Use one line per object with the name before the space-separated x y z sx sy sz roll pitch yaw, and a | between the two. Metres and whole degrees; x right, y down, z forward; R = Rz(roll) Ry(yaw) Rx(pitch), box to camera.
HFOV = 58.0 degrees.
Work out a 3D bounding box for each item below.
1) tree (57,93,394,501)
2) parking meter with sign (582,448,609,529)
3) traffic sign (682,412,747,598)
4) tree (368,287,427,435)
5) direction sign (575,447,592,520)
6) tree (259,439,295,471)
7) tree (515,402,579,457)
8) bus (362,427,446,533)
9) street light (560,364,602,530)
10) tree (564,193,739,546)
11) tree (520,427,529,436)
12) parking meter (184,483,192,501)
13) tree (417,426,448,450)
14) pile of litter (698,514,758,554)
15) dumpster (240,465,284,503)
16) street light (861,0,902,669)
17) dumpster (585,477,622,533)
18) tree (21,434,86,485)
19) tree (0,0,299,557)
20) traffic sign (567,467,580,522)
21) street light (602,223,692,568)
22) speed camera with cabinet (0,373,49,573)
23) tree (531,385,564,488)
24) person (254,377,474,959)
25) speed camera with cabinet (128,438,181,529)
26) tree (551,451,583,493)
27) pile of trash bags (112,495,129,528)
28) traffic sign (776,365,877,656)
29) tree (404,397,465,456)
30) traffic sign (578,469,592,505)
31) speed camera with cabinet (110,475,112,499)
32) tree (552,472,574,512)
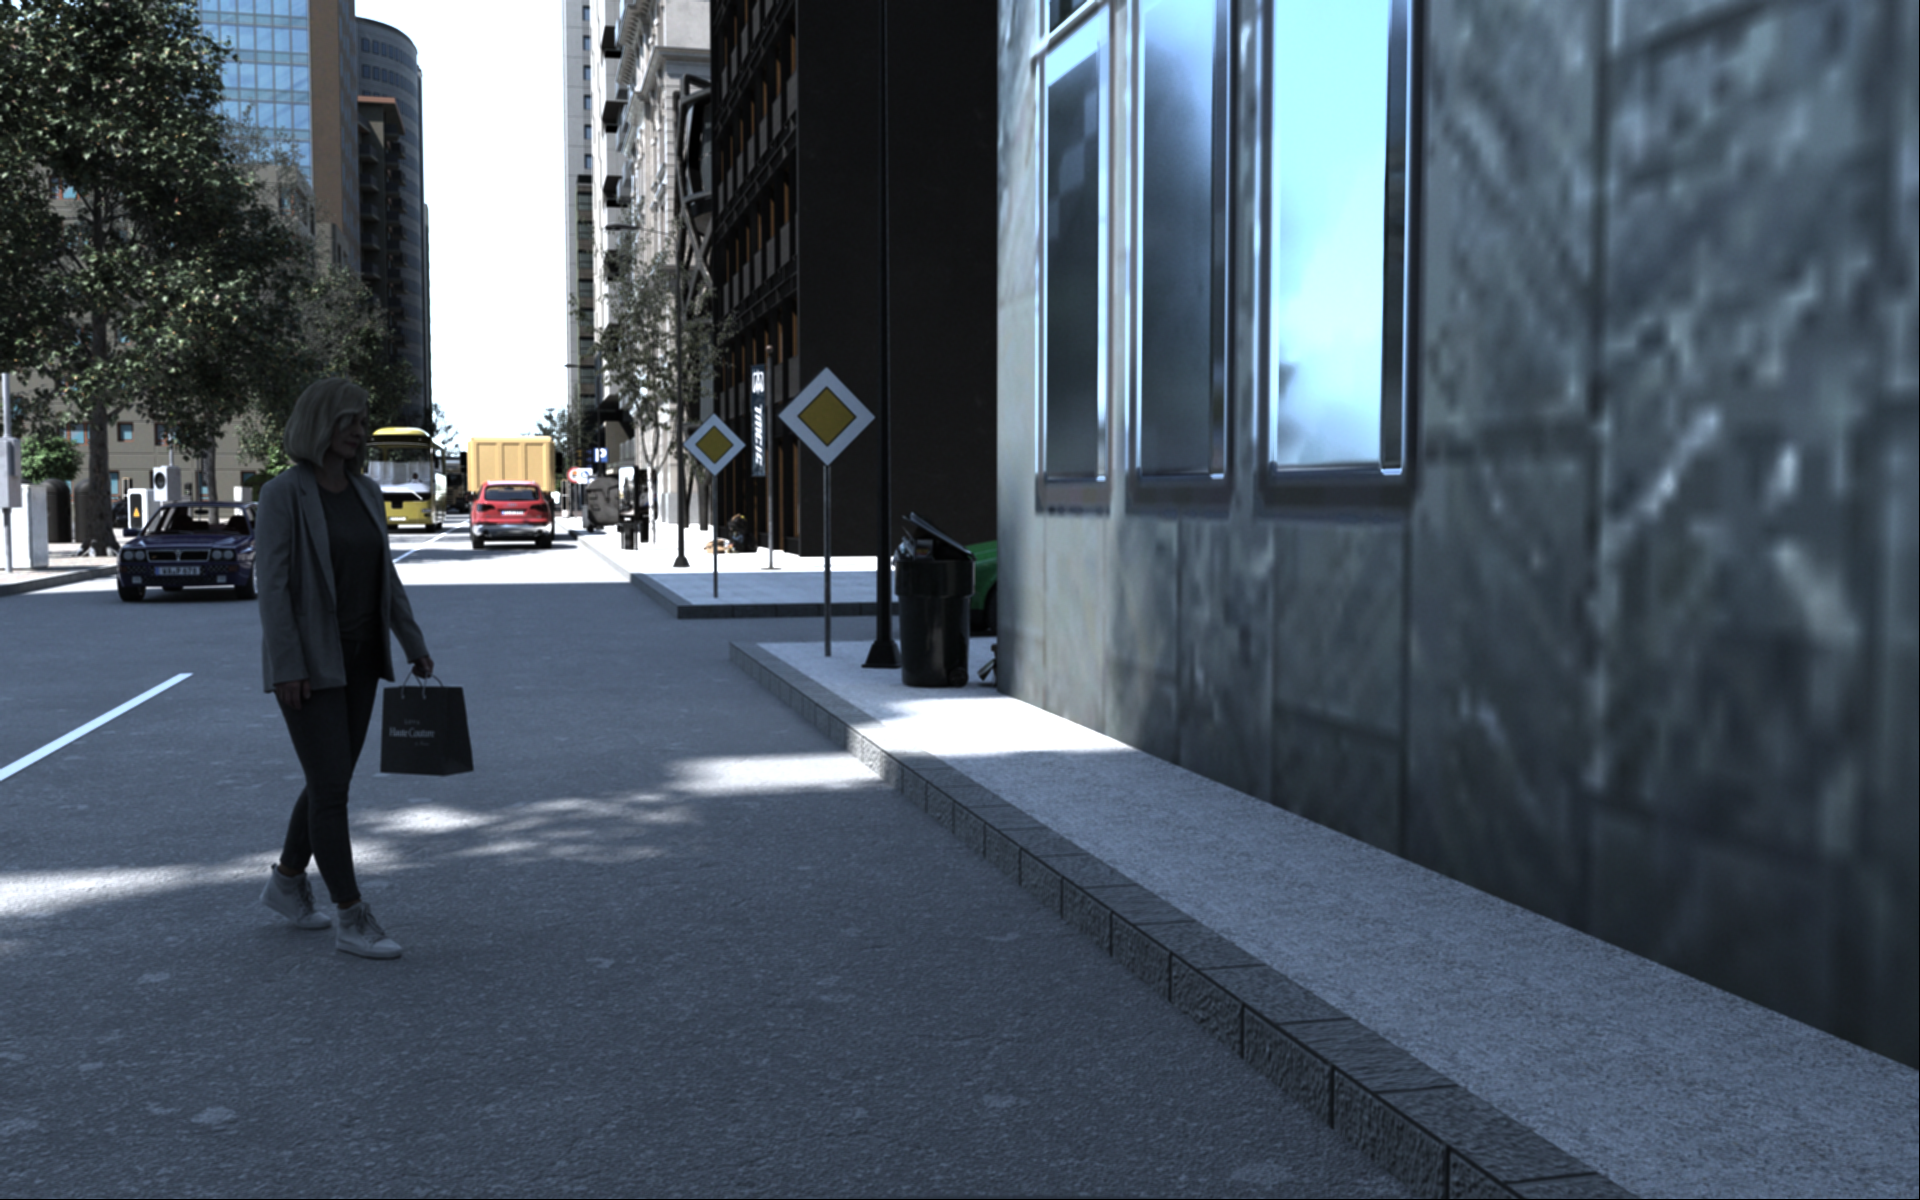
tree | -21.903 -8.547 50.113 12.009 13.543 11.850 0 3 0
parking meter with sign | -13.634 -4.180 64.602 0.543 3.016 1.738 0 4 7
traffic sign | -3.026 -1.084 21.372 0.795 2.450 0.064 -1 4 -14
tree | -30.965 -10.261 84.778 9.611 12.733 9.660 0 3 0
direction sign | -18.271 -5.639 84.203 0.876 3.537 0.379 -3 4 -37
tree | -23.949 -4.048 60.785 1.663 3.219 1.824 0 3 0
tree | -41.647 -14.704 174.826 8.767 10.594 7.601 -1 4 -21
bus | -21.483 -4.629 67.226 2.896 3.916 12.252 -1 4 -14
street light | -13.481 -5.476 62.075 1.470 5.913 1.316 -1 4 -14
tree | -7.550 -5.630 42.407 4.360 8.622 3.978 0 3 0
tree | -35.810 -12.226 150.263 4.360 8.622 3.978 0 3 0
parking meter | -39.138 -5.025 87.867 0.255 1.863 0.399 0 4 -4
tree | -54.564 -13.896 177.563 4.360 8.622 3.978 0 3 0
pile of litter | -5.072 -1.448 37.640 1.176 0.858 1.719 3 4 39
dumpster | -23.231 -3.401 58.092 1.502 2.255 1.985 -1 4 -14
street light | -1.089 -2.449 12.586 1.470 5.913 1.316 -1 4 -14
dumpster | -11.880 -3.198 58.050 1.264 1.857 1.865 -1 4 -14
tree | -42.763 -5.952 81.024 4.285 4.588 4.351 0 3 0
tree | -17.659 -7.245 35.471 9.611 12.733 9.660 0 3 0
traffic sign | -17.889 -4.924 80.612 0.768 2.556 0.104 0 4 -8
street light | -5.393 -3.511 29.945 1.470 5.913 1.316 -1 4 -14
speed camera with cabinet | -15.926 -2.122 29.030 0.660 3.252 2.038 -1 4 -12
tree | -25.239 -9.879 111.883 4.360 8.622 3.978 0 3 0
person | -1.981 0.189 5.593 0.728 1.800 0.709 2 4 29
speed camera with cabinet | -26.633 -3.846 57.218 2.038 3.252 0.660 2 4 30
tree | -29.829 -8.920 129.554 4.285 4.588 4.351 0 3 0
pile of trash bags | -33.595 -3.654 69.499 3.447 1.369 1.912 0 4 -8
traffic sign | -1.048 -0.611 13.635 0.795 2.450 0.064 -1 4 -14
tree | -50.481 -14.099 164.931 7.601 10.594 8.767 -1 4 -11
traffic sign | -15.030 -4.118 69.454 0.606 2.300 0.079 -1 4 -8
speed camera with cabinet | -38.062 -5.002 76.115 0.660 3.252 2.038 0 4 0
tree | -28.973 -8.009 125.548 1.663 3.219 1.824 0 3 0
